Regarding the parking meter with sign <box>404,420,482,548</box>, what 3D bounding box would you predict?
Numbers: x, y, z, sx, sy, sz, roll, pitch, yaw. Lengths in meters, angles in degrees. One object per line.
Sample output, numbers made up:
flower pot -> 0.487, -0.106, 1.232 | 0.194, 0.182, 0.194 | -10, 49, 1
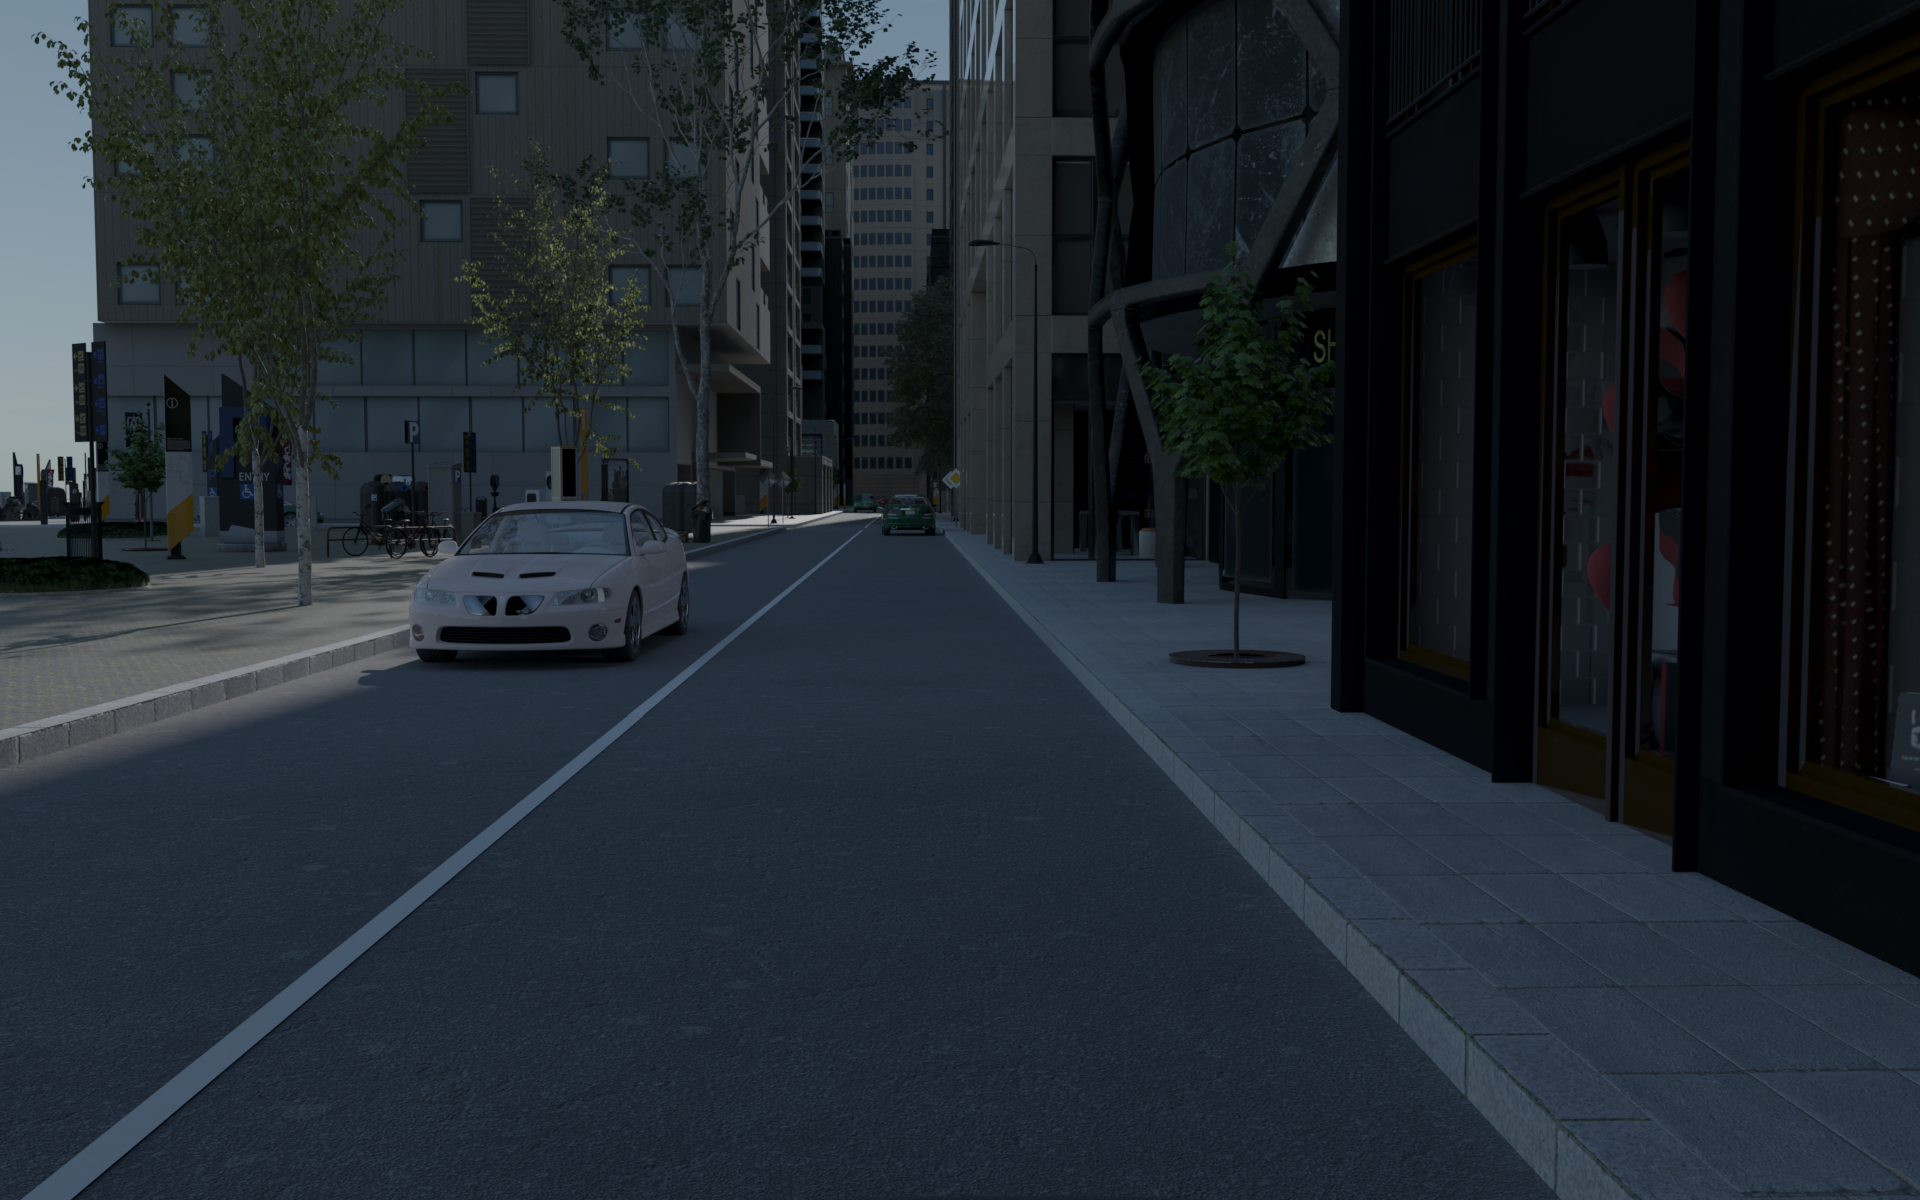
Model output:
parking meter with sign -> -12.211, -2.739, 41.049 | 1.738, 3.016, 0.543 | 1, 4, 13

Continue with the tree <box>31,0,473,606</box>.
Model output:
tree -> -7.781, -4.238, 19.649 | 4.737, 8.622, 4.395 | 0, 3, 0

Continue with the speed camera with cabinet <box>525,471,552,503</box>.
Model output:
speed camera with cabinet -> -15.844, -4.401, 66.296 | 2.038, 3.252, 0.660 | 3, 5, 42

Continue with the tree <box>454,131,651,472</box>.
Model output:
tree -> -8.077, -5.198, 35.356 | 4.360, 8.622, 3.978 | 0, 3, 0

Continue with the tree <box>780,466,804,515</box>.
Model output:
tree -> -10.159, -6.742, 104.826 | 1.663, 3.219, 1.824 | 0, 3, 0

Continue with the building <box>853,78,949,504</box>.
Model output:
building -> -8.355, -42.881, 243.104 | 28.212, 58.520, 21.231 | 0, 4, -2

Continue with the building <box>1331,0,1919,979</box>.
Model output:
building -> 8.613, -10.538, 1.976 | 12.332, 23.373, 15.834 | 0, 4, -2

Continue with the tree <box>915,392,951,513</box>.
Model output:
tree -> -1.134, -10.375, 119.997 | 4.360, 8.622, 3.978 | 0, 3, 0

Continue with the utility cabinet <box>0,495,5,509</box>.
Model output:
utility cabinet -> -60.916, -6.017, 109.539 | 1.020, 1.237, 0.306 | 1, 4, 11

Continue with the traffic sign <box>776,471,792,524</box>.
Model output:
traffic sign -> -7.638, -4.349, 74.742 | 0.795, 2.450, 0.064 | 0, 4, -2

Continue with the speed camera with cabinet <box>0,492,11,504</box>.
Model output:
speed camera with cabinet -> -65.739, -7.578, 118.236 | 0.660, 3.252, 2.038 | 1, 4, 11

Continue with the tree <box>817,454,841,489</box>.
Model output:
tree -> -11.340, -9.449, 138.207 | 4.285, 4.588, 4.351 | 0, 3, 0

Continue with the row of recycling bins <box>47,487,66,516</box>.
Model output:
row of recycling bins -> -53.109, -5.781, 101.638 | 1.069, 1.692, 3.534 | -1, 4, -20

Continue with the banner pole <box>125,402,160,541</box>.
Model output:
banner pole -> -22.113, -3.472, 46.790 | 0.401, 3.779, 0.863 | 3, 5, 41

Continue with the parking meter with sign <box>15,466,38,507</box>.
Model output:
parking meter with sign -> -58.622, -6.916, 109.345 | 0.543, 3.016, 1.738 | 2, 4, 26

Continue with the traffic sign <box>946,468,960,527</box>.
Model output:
traffic sign -> -0.149, -3.873, 66.964 | 0.795, 2.450, 0.064 | 0, 4, -2

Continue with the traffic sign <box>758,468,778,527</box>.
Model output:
traffic sign -> -7.391, -3.860, 66.761 | 0.795, 2.450, 0.064 | 0, 4, -2

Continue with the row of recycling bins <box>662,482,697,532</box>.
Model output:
row of recycling bins -> -9.575, -3.251, 60.265 | 1.069, 1.692, 3.534 | -2, 4, -25

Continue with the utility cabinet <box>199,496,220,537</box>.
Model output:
utility cabinet -> -22.373, -2.511, 52.223 | 0.306, 1.237, 1.020 | 2, 4, 33

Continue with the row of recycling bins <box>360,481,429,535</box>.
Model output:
row of recycling bins -> -17.797, -2.992, 56.035 | 1.069, 1.692, 3.534 | 3, 4, 37

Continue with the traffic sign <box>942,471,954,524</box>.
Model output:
traffic sign -> -0.397, -4.361, 74.945 | 0.795, 2.450, 0.064 | 0, 4, -2

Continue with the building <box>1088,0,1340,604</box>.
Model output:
building -> 10.128, -9.578, 24.050 | 16.820, 18.784, 16.811 | 0, 4, -2

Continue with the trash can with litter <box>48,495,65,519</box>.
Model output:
trash can with litter -> -47.106, -4.784, 89.276 | 1.678, 1.210, 2.233 | 1, 4, 20

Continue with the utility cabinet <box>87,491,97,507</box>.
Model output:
utility cabinet -> -62.148, -7.052, 123.984 | 0.318, 1.500, 1.173 | -1, 4, -11

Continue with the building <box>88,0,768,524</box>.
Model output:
building -> -23.828, -30.390, 86.116 | 28.713, 52.752, 27.495 | 0, 4, -2

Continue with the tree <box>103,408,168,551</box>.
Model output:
tree -> -18.582, -2.734, 39.302 | 1.663, 3.219, 1.824 | 0, 3, 0

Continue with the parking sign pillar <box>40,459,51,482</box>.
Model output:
parking sign pillar -> -70.651, -8.895, 133.911 | 1.447, 3.967, 1.447 | -1, 4, -12

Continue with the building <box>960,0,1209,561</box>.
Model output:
building -> 10.107, -14.986, 49.543 | 19.350, 26.468, 34.151 | 0, 4, -2

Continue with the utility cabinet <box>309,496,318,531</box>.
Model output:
utility cabinet -> -22.700, -3.031, 60.719 | 0.306, 1.237, 1.020 | -1, 4, -19

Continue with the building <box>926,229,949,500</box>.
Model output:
building -> 3.772, -25.598, 190.222 | 14.160, 30.474, 14.107 | 0, 4, -2

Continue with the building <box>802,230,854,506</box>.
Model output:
building -> -18.835, -25.426, 187.417 | 14.160, 30.474, 14.107 | 0, 4, -2

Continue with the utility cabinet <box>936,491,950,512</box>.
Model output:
utility cabinet -> -1.314, -7.071, 124.292 | 1.173, 1.500, 0.318 | -2, 4, -27

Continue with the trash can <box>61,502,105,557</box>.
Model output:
trash can -> -16.340, -1.263, 32.311 | 0.748, 1.137, 0.748 | 0, 3, 0

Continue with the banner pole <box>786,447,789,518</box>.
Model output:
banner pole -> -9.080, -6.188, 91.187 | 0.401, 3.779, 0.863 | 0, 4, -4

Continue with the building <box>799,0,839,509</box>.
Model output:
building -> -22.584, -52.012, 163.068 | 22.319, 86.520, 31.000 | 0, 4, -2

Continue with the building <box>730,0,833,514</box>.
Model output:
building -> -19.236, -41.557, 117.703 | 20.563, 71.187, 20.611 | 0, 4, -2

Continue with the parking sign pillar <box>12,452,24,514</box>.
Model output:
parking sign pillar -> -60.654, -7.530, 111.580 | 1.447, 3.967, 1.447 | -1, 4, -21

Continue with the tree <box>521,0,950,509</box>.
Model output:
tree -> -6.660, -11.915, 50.699 | 12.611, 20.169, 13.585 | 0, 3, 0

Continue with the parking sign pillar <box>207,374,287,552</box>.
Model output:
parking sign pillar -> -15.869, -3.074, 38.739 | 1.447, 3.967, 1.447 | 0, 4, 2

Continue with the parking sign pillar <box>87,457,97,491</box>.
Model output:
parking sign pillar -> -63.642, -8.486, 127.216 | 1.447, 3.967, 1.447 | -1, 4, -12

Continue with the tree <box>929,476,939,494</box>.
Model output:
tree -> -2.286, -9.796, 154.759 | 1.663, 3.219, 1.824 | 0, 3, 0

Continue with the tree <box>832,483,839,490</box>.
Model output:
tree -> -11.270, -9.253, 145.882 | 1.663, 3.219, 1.824 | 0, 3, 0

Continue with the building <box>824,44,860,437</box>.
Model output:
building -> -26.235, -37.968, 210.016 | 27.495, 52.752, 28.713 | 0, 4, -2

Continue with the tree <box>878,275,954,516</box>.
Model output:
tree -> -0.177, -11.850, 100.410 | 9.857, 13.997, 8.962 | 0, 3, 0

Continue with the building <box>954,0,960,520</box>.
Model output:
building -> 14.038, -33.046, 82.307 | 28.212, 58.520, 21.231 | 0, 4, -2

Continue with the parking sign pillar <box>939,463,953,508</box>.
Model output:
parking sign pillar -> -1.063, -8.662, 130.103 | 1.447, 3.967, 1.447 | -2, 4, -34

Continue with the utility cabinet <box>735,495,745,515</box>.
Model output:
utility cabinet -> -13.694, -5.805, 106.071 | 1.020, 1.237, 0.306 | 0, 4, -6

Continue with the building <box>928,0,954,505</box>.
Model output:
building -> 7.176, -44.862, 171.749 | 20.563, 71.187, 20.611 | 0, 4, -2

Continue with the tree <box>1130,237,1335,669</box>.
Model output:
tree -> 2.026, -1.140, 13.241 | 1.663, 3.219, 1.824 | 0, 3, 0
